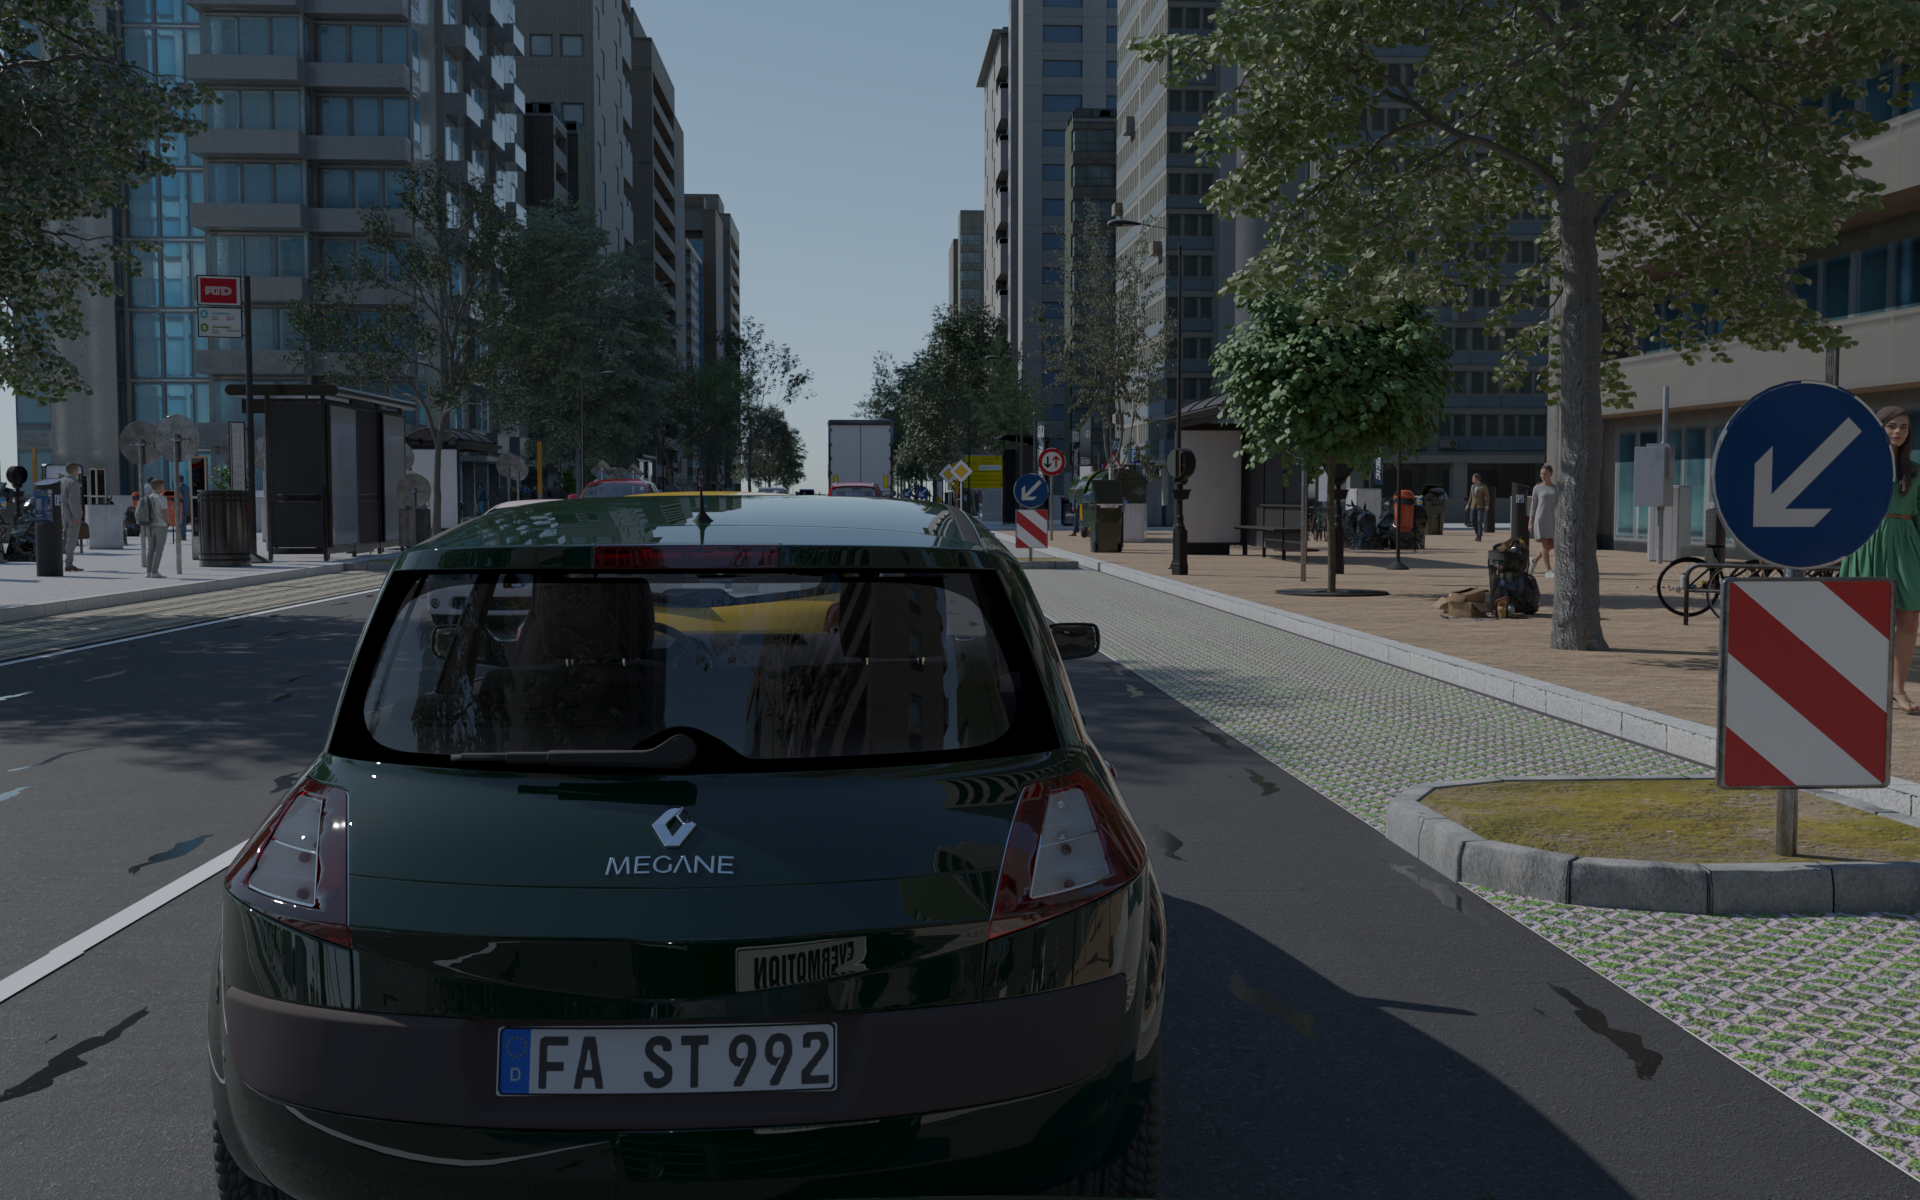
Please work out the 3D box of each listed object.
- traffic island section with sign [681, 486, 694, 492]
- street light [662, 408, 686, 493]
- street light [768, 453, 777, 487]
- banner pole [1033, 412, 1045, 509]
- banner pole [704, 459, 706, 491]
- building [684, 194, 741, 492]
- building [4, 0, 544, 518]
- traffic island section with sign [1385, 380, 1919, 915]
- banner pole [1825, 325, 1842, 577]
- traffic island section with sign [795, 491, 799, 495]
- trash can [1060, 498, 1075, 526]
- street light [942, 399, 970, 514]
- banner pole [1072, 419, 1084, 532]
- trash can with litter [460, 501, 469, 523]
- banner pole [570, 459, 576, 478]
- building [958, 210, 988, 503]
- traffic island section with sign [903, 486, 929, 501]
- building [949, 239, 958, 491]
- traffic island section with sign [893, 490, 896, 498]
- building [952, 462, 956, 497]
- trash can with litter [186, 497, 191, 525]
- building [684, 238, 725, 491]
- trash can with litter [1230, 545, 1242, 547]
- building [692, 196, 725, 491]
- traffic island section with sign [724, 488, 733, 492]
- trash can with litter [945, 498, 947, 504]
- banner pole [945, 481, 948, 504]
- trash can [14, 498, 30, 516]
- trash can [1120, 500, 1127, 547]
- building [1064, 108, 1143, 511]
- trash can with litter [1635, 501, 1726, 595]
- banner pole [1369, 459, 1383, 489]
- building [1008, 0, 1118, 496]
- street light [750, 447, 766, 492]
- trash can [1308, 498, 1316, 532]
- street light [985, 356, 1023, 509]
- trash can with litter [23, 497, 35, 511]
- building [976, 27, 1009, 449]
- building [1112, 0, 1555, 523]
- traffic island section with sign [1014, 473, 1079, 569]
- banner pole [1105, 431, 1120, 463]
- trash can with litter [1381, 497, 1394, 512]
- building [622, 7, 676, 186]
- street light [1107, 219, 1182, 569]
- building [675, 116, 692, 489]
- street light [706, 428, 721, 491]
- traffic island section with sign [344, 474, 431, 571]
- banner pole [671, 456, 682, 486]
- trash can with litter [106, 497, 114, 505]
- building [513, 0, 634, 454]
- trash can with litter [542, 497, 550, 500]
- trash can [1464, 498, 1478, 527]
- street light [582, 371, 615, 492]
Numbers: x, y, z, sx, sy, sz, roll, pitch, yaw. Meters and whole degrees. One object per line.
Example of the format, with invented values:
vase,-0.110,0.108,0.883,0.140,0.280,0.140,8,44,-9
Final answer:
traffic island section with sign,-13.680,-4.811,87.287,1.989,1.847,2.006,0,4,-3
street light,-15.497,-7.398,93.501,1.470,5.913,1.316,0,4,-3
street light,-21.627,-13.759,197.501,1.470,5.913,1.316,0,4,-3
banner pole,2.387,-3.839,52.789,0.401,3.779,0.863,-2,4,-26
banner pole,-18.264,-8.200,124.092,0.401,3.779,0.863,-1,4,-13
building,-47.081,-40.209,281.122,21.300,48.544,21.600,0,4,-3
building,-37.164,-29.200,97.021,23.786,49.044,30.456,0,4,-3
traffic island section with sign,2.794,0.111,6.819,1.989,1.847,2.006,0,4,-3
banner pole,12.850,-2.175,25.586,0.401,3.779,0.863,3,5,40
traffic island section with sign,-24.652,-16.218,273.788,1.989,1.847,2.006,0,4,-3
trash can,4.372,-3.552,69.735,0.748,1.137,0.748,0,3,0
street light,-0.095,-6.878,84.996,1.470,5.913,1.316,0,4,-3
banner pole,3.949,-4.145,57.784,0.401,3.779,0.863,3,4,37
trash can with litter,-20.581,-3.669,71.383,1.055,1.170,0.624,2,4,32
banner pole,-23.838,-7.194,107.631,0.863,3.779,0.401,0,4,1
building,6.643,-34.718,251.237,14.154,41.232,14.086,0,4,-3
traffic island section with sign,-2.054,-4.922,89.104,1.989,1.847,2.006,0,4,-3
building,5.354,-39.394,294.198,14.600,45.320,14.200,0,4,-3
traffic island section with sign,-3.638,-6.575,116.131,1.989,1.847,2.006,0,4,-3
building,13.172,-26.226,273.837,27.650,21.520,28.899,0,4,-3
trash can with litter,-32.056,-3.688,71.349,2.233,1.210,1.678,-2,4,-29
building,-49.706,-33.783,244.231,32.217,40.220,23.993,0,4,-3
trash can with litter,6.830,-1.952,42.973,2.233,1.210,1.678,-3,4,-37
building,-43.385,-37.519,263.540,14.600,45.320,14.200,0,4,-3
traffic island section with sign,-15.299,-6.488,114.703,1.989,1.847,2.006,0,4,-3
trash can with litter,-1.111,-7.529,134.491,1.055,1.170,0.624,0,4,-1
banner pole,-0.932,-8.881,135.217,0.863,3.779,0.401,2,4,30
trash can,-37.270,-3.504,68.949,0.748,1.137,0.748,0,3,0
trash can,3.460,-1.722,39.814,0.748,1.137,0.748,0,3,0
building,14.789,-22.122,133.397,14.160,30.474,14.107,0,4,-3
trash can with litter,9.791,-0.706,22.600,1.678,1.210,2.233,1,4,17
banner pole,13.861,-4.148,57.831,0.401,3.779,0.863,-2,4,-26
building,15.147,-38.202,166.600,21.231,58.520,28.212,0,4,-3
street light,-20.013,-12.066,169.812,1.470,5.913,1.316,0,4,-3
trash can,11.845,-2.925,59.484,0.748,1.137,0.748,0,3,0
street light,1.542,-5.245,58.303,1.470,5.913,1.316,0,4,-3
trash can with litter,-36.472,-3.448,67.767,0.624,1.170,1.055,1,4,19
building,17.019,-37.048,194.976,28.713,52.752,27.495,0,4,-3
building,21.261,-24.463,91.856,23.993,40.220,32.217,0,4,-3
traffic island section with sign,1.206,-1.535,33.727,1.989,1.847,2.006,0,4,-3
banner pole,5.935,-4.778,68.135,0.863,3.779,0.401,2,4,31
trash can with litter,18.400,-3.904,75.220,0.624,1.170,1.055,-2,4,-33
building,-40.824,-33.848,177.121,21.300,48.544,21.600,0,4,-3
street light,3.187,-3.481,29.452,1.470,5.913,1.316,0,4,-3
building,-38.666,-33.365,195.620,14.600,45.320,14.200,0,4,-3
street light,-17.272,-9.139,121.956,1.470,5.913,1.316,0,4,-3
traffic island section with sign,-10.493,-1.494,33.051,1.989,1.847,2.006,0,4,-3
banner pole,-18.696,-7.622,114.632,0.863,3.779,0.401,0,4,-7
trash can with litter,-66.413,-7.540,134.673,0.624,1.170,1.055,3,5,44
building,-43.589,-34.418,151.972,28.713,52.752,27.495,0,4,-3
trash can with litter,-17.864,-3.822,73.871,0.624,1.170,1.055,2,4,23
trash can,19.843,-3.387,67.024,0.748,1.137,0.748,0,3,0
street light,-13.718,-5.689,65.563,1.470,5.913,1.316,0,4,-3
